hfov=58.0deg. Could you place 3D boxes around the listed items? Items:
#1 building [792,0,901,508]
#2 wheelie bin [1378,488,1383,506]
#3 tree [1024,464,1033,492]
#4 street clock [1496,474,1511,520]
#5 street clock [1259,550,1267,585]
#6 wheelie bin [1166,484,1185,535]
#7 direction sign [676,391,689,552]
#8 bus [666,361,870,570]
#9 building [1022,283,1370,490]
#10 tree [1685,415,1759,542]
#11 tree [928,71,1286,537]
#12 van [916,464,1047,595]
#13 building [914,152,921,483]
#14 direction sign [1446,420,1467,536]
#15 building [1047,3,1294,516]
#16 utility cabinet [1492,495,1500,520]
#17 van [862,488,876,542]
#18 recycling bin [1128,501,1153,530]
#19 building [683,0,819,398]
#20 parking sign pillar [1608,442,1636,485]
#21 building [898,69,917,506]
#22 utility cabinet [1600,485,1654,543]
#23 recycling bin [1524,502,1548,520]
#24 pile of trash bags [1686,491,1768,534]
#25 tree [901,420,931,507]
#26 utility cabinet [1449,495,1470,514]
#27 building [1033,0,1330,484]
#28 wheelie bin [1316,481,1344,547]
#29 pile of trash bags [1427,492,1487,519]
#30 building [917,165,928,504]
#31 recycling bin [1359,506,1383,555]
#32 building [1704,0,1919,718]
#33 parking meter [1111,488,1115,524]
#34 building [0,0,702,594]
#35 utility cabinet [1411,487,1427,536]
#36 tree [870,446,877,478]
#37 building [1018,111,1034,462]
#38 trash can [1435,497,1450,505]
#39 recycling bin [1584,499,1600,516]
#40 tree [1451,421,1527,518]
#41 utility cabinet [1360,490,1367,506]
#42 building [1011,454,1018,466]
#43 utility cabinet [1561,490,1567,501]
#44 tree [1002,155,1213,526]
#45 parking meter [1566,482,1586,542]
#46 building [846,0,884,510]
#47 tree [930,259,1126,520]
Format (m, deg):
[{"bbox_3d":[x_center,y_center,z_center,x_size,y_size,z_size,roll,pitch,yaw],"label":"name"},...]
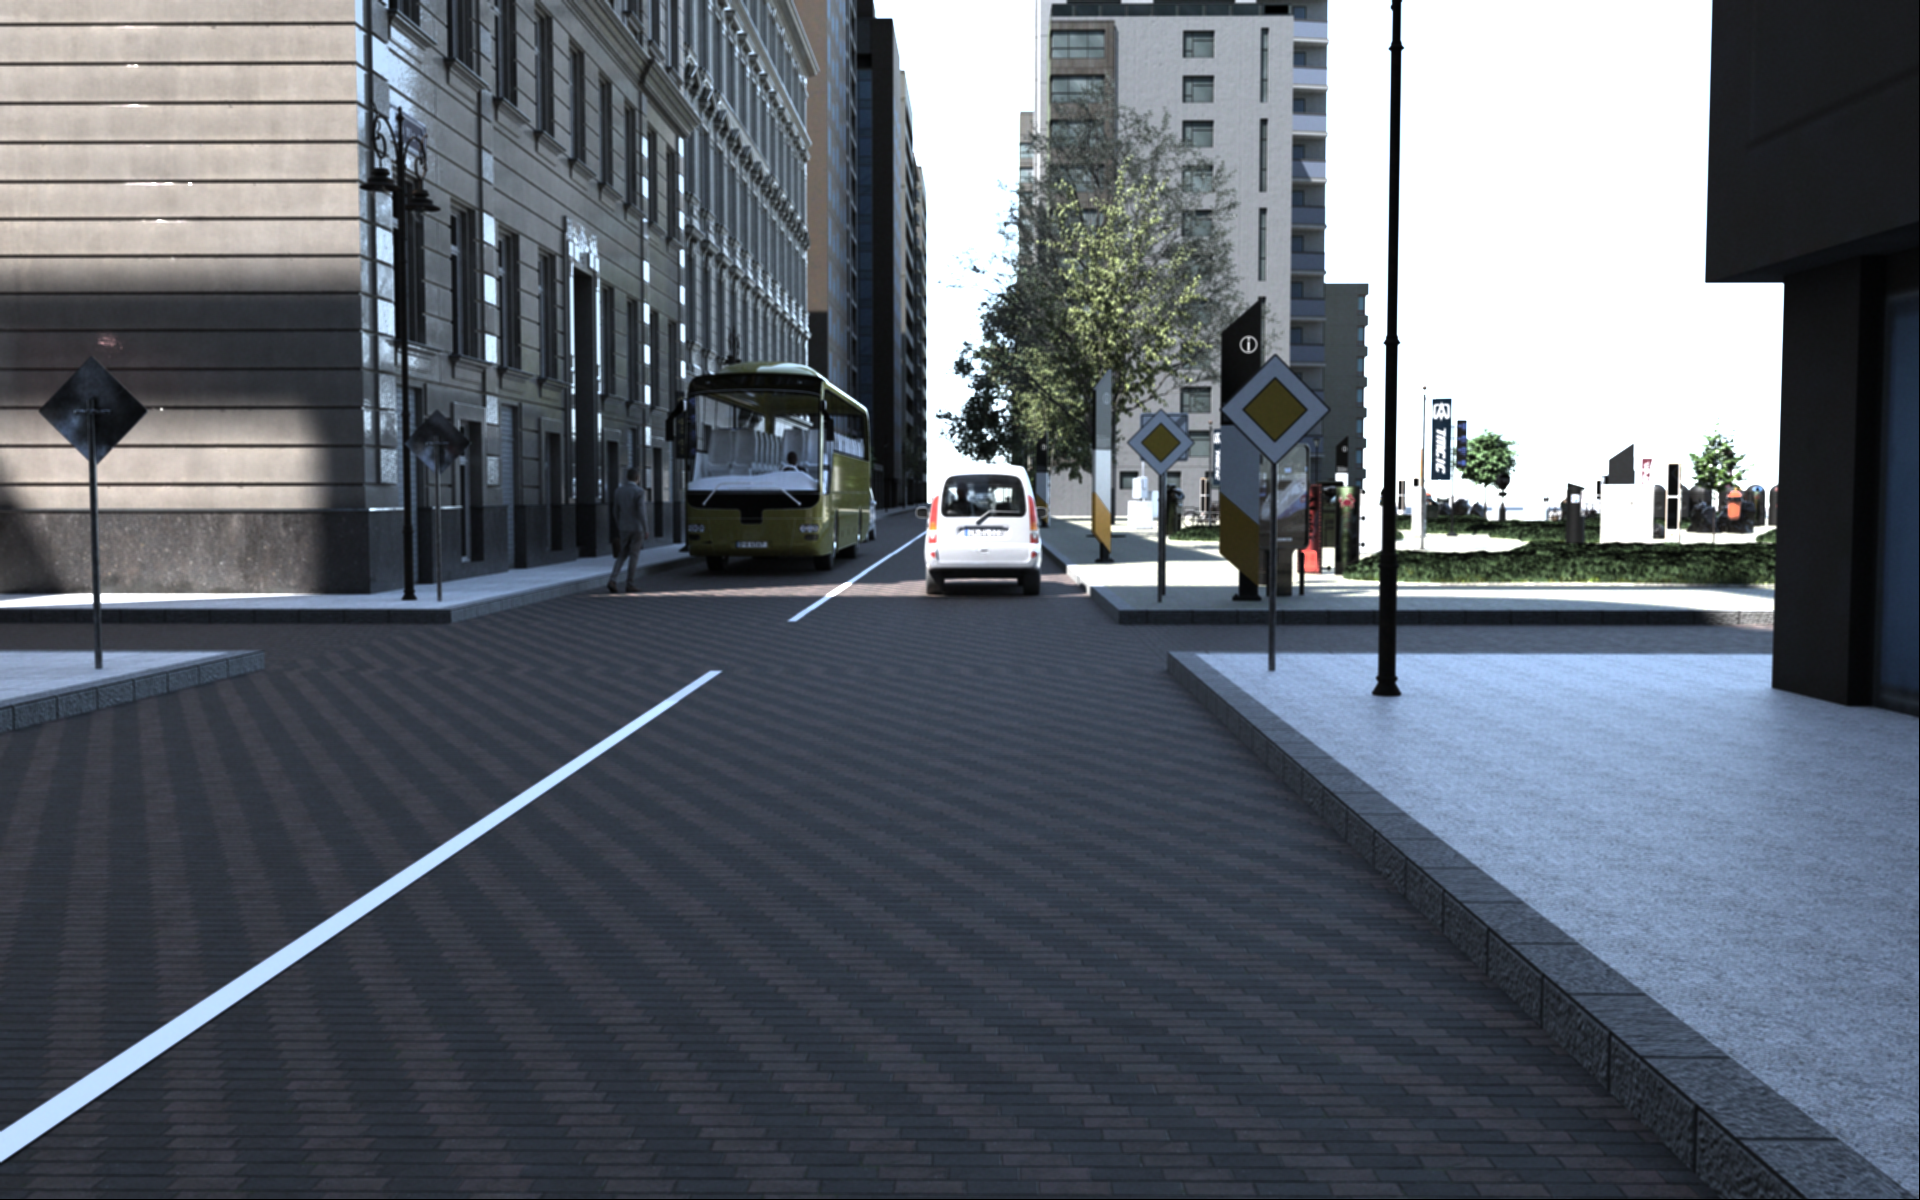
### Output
[{"bbox_3d":[-12.726,-31.276,161.469,14.600,45.320,14.200,0,4,1],"label":"building"},{"bbox_3d":[23.469,-5.337,95.161,0.980,1.594,0.693,-1,4,-21],"label":"wheelie bin"},{"bbox_3d":[3.985,-6.930,107.900,1.663,3.219,1.824,0,3,0],"label":"tree"},{"bbox_3d":[19.357,-3.498,61.764,0.471,2.002,0.358,-1,4,-11],"label":"street clock"},{"bbox_3d":[4.322,-1.213,24.407,0.358,2.002,0.471,-1,4,-18],"label":"street clock"},{"bbox_3d":[6.631,-2.835,54.255,0.693,1.594,0.980,2,4,29],"label":"wheelie bin"},{"bbox_3d":[-6.076,-2.843,38.476,0.379,3.537,0.876,1,4,19],"label":"direction sign"},{"bbox_3d":[-3.522,-2.708,35.818,2.896,3.916,12.252,0,4,1],"label":"bus"},{"bbox_3d":[19.765,-19.038,156.317,27.650,21.520,28.899,0,4,1],"label":"building"},{"bbox_3d":[18.564,-2.914,42.245,1.663,3.219,1.824,0,3,0],"label":"tree"},{"bbox_3d":[4.243,-8.627,51.418,12.009,13.543,11.850,0,3,0],"label":"tree"},{"bbox_3d":[0.330,-1.163,26.023,2.013,2.044,4.112,0,3,0],"label":"van"},{"bbox_3d":[-16.214,-34.381,216.752,22.147,44.769,28.867,0,4,1],"label":"building"},{"bbox_3d":[14.984,-3.709,52.640,0.876,3.537,0.379,-1,4,-12],"label":"direction sign"},{"bbox_3d":[12.266,-20.461,106.233,14.160,30.474,14.107,0,4,1],"label":"building"},{"bbox_3d":[26.041,-4.460,84.089,0.306,1.237,1.020,1,4,21],"label":"utility cabinet"},{"bbox_3d":[-3.521,-2.814,53.028,2.013,2.044,4.112,0,4,2],"label":"van"},{"bbox_3d":[6.527,-3.059,62.565,0.722,1.027,0.722,-1,4,-15],"label":"recycling bin"},{"bbox_3d":[-15.824,-17.835,68.014,17.030,29.872,44.131,0,4,1],"label":"building"},{"bbox_3d":[34.638,-6.251,90.684,1.447,3.967,1.447,3,4,37],"label":"parking sign pillar"},{"bbox_3d":[-16.153,-34.670,190.553,21.300,48.544,21.600,0,4,1],"label":"building"},{"bbox_3d":[15.970,-2.005,41.464,1.173,1.500,0.318,2,4,24],"label":"utility cabinet"},{"bbox_3d":[19.417,-2.804,58.396,0.722,1.027,0.722,2,4,24],"label":"recycling bin"},{"bbox_3d":[25.157,-2.886,56.936,1.912,1.369,3.447,1,4,12],"label":"pile of trash bags"},{"bbox_3d":[-5.165,-13.604,172.782,4.360,8.622,3.978,0,3,0],"label":"tree"},{"bbox_3d":[25.832,-4.799,89.625,1.020,1.237,0.306,3,5,40],"label":"utility cabinet"},{"bbox_3d":[15.867,-35.746,126.452,21.231,58.520,28.212,0,4,1],"label":"building"},{"bbox_3d":[8.942,-2.071,41.773,0.980,1.594,0.693,1,4,12],"label":"wheelie bin"},{"bbox_3d":[23.112,-4.403,81.749,3.447,1.369,1.912,-2,4,-26],"label":"pile of trash bags"},{"bbox_3d":[-15.554,-37.859,242.695,21.300,48.544,21.600,0,4,1],"label":"building"},{"bbox_3d":[8.652,-1.497,37.029,0.722,1.027,0.722,1,4,9],"label":"recycling bin"},{"bbox_3d":[11.838,-21.603,3.316,14.600,45.320,14.200,0,4,1],"label":"building"},{"bbox_3d":[6.369,-3.968,73.291,0.372,1.533,0.369,0,3,0],"label":"parking meter"},{"bbox_3d":[-13.025,-14.449,33.498,12.463,27.353,25.104,0,4,1],"label":"building"},{"bbox_3d":[13.837,-2.659,52.147,0.318,1.500,1.173,1,4,22],"label":"utility cabinet"},{"bbox_3d":[-6.048,-6.700,93.261,4.285,4.588,4.351,0,3,0],"label":"tree"},{"bbox_3d":[13.279,-30.847,187.947,14.154,41.232,14.086,0,4,1],"label":"building"},{"bbox_3d":[23.467,-4.438,84.208,0.748,1.137,0.748,0,3,0],"label":"trash can"},{"bbox_3d":[30.186,-4.280,82.525,0.722,1.027,0.722,0,4,5],"label":"recycling bin"},{"bbox_3d":[23.578,-5.725,77.315,4.285,4.588,4.351,0,3,0],"label":"tree"},{"bbox_3d":[21.854,-5.215,93.942,0.318,1.500,1.173,0,4,7],"label":"utility cabinet"},{"bbox_3d":[20.264,-22.316,209.912,27.650,21.520,28.899,0,4,1],"label":"building"},{"bbox_3d":[33.521,-5.273,94.894,0.318,1.500,1.173,-2,4,-29],"label":"utility cabinet"},{"bbox_3d":[3.402,-5.408,38.777,4.737,8.622,4.395,0,3,0],"label":"tree"},{"bbox_3d":[12.995,-1.722,36.567,0.372,1.533,0.369,0,3,0],"label":"parking meter"},{"bbox_3d":[-16.895,-43.121,143.282,20.563,71.187,20.611,0,4,1],"label":"building"},{"bbox_3d":[3.696,-10.223,84.158,9.611,12.733,9.660,0,3,0],"label":"tree"}]
